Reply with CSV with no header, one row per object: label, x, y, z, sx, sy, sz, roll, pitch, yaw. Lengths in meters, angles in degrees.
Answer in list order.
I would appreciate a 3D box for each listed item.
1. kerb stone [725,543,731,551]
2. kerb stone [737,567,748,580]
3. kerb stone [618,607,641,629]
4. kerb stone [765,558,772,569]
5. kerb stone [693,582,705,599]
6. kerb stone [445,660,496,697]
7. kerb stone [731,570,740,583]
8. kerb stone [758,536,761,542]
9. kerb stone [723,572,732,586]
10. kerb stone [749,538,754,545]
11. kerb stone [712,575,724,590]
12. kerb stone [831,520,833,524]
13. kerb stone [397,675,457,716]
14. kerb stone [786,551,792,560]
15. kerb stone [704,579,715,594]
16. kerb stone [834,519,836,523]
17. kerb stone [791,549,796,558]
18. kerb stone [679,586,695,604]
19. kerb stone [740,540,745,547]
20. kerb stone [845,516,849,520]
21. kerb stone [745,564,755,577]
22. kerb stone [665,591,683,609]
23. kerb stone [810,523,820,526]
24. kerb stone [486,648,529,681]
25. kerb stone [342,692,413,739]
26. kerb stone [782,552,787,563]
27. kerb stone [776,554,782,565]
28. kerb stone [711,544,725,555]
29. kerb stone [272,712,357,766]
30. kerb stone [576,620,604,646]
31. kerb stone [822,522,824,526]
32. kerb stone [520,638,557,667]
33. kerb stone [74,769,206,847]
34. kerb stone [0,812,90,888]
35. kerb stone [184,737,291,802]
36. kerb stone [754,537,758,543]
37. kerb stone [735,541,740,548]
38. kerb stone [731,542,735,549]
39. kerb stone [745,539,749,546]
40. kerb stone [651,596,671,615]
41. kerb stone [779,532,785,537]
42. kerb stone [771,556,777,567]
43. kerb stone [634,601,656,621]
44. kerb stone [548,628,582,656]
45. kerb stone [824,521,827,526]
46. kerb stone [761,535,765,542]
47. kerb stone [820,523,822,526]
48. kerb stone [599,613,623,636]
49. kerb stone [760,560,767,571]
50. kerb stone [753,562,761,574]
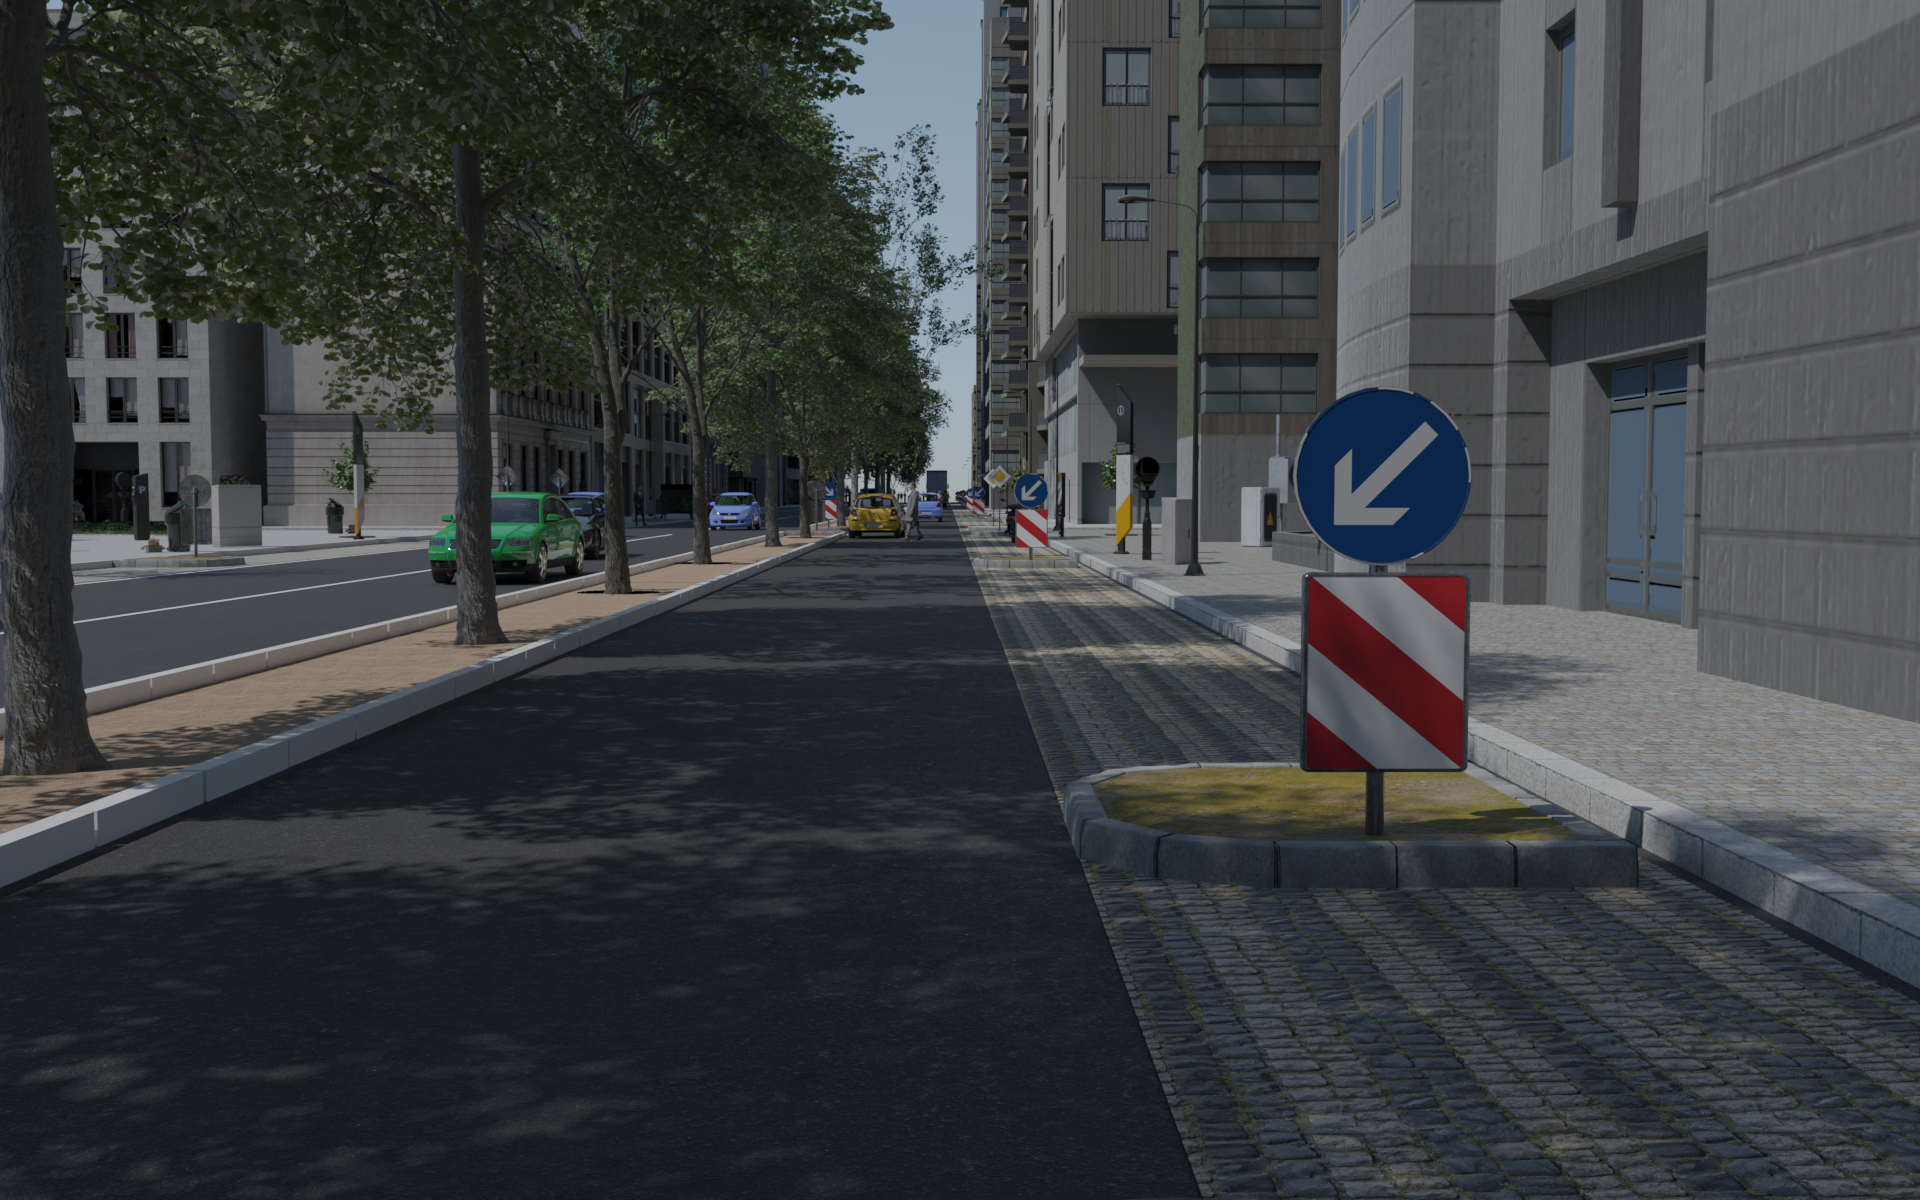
kerb stone,-5.928,-1.286,43.349,0.120,0.150,1.000,0,4,0
kerb stone,-3.723,-0.420,29.062,0.120,0.150,1.000,0,4,0
kerb stone,-3.646,0.207,18.812,0.120,0.150,1.000,0,4,0
kerb stone,-3.752,-0.668,33.155,0.120,0.150,1.000,0,4,0
kerb stone,-3.685,-0.107,23.942,0.120,0.150,1.000,0,4,0
kerb stone,-3.605,0.584,12.663,0.120,0.150,1.000,0,4,0
kerb stone,-3.721,-0.354,28.035,0.120,0.150,1.000,0,4,0
kerb stone,-5.988,-1.734,50.542,0.120,0.150,1.000,0,4,0
kerb stone,-3.712,-0.295,27.012,0.120,0.150,1.000,0,4,0
kerb stone,-5.967,-1.608,48.483,0.120,0.150,1.000,0,4,0
kerb stone,-3.698,-0.232,25.990,0.120,0.150,1.000,0,4,0
kerb stone,-6.214,-3.642,81.848,0.120,0.150,1.000,0,4,0
kerb stone,-3.598,0.646,11.634,0.120,0.150,1.000,0,4,0
kerb stone,-3.781,-0.917,37.264,0.120,0.150,1.000,0,4,0
kerb stone,-3.699,-0.169,24.965,0.120,0.150,1.000,0,4,0
kerb stone,-6.228,-3.767,83.900,0.120,0.150,1.000,0,4,0
kerb stone,-3.786,-0.984,38.291,0.120,0.150,1.000,0,4,0
kerb stone,-3.676,-0.044,22.919,0.120,0.150,1.000,0,4,0
kerb stone,-5.953,-1.480,46.429,0.120,0.150,1.000,0,4,0
kerb stone,-6.339,-4.714,99.267,0.120,0.150,1.000,0,4,0
kerb stone,-3.729,-0.482,30.084,0.120,0.150,1.000,0,4,0
kerb stone,-3.670,0.018,21.896,0.120,0.150,1.000,0,4,0
kerb stone,-6.157,-3.145,73.624,0.120,0.150,1.000,0,4,0
kerb stone,-3.613,0.520,13.693,0.120,0.150,1.000,0,4,0
kerb stone,-3.586,0.708,10.612,0.120,0.150,1.000,0,4,0
kerb stone,-3.773,-0.859,36.235,0.120,0.150,1.000,0,4,0
kerb stone,-3.770,-0.796,35.203,0.120,0.150,1.000,0,4,0
kerb stone,-5.929,-1.231,42.324,0.120,0.150,1.000,0,4,0
kerb stone,-3.580,0.772,9.580,0.120,0.150,1.000,0,4,0
kerb stone,-3.629,0.332,16.765,0.120,0.150,1.000,0,4,0
kerb stone,-6.168,-3.271,75.671,0.120,0.150,1.000,0,4,0
kerb stone,-3.622,0.457,14.716,0.120,0.150,1.000,0,4,0
kerb stone,-3.565,0.900,7.530,0.120,0.150,1.000,0,4,0
kerb stone,-3.555,0.960,6.501,0.120,0.150,1.000,0,4,0
kerb stone,-3.568,0.834,8.552,0.120,0.150,1.000,0,4,0
kerb stone,-5.976,-1.671,49.510,0.120,0.150,1.000,0,4,0
kerb stone,-5.945,-1.417,45.407,0.120,0.150,1.000,0,4,0
kerb stone,-5.941,-1.356,44.371,0.120,0.150,1.000,0,4,0
kerb stone,-5.967,-1.545,47.456,0.120,0.150,1.000,0,4,0
kerb stone,-3.658,0.081,20.874,0.120,0.150,1.000,0,4,0
kerb stone,-6.045,-2.236,58.752,0.120,0.150,1.000,0,4,0
kerb stone,-3.762,-0.733,34.177,0.120,0.150,1.000,0,4,0
kerb stone,-3.655,0.144,19.845,0.120,0.150,1.000,0,4,0
kerb stone,-3.626,0.395,15.743,0.120,0.150,1.000,0,4,0
kerb stone,-6.185,-3.397,77.729,0.120,0.150,1.000,0,4,0
kerb stone,-5.991,-1.793,51.569,0.120,0.150,1.000,0,4,0
kerb stone,-6.164,-3.208,74.649,0.120,0.150,1.000,0,4,0
kerb stone,-3.644,0.273,17.790,0.120,0.150,1.000,0,4,0
kerb stone,-3.741,-0.605,32.132,0.120,0.150,1.000,0,4,0
kerb stone,-3.743,-0.545,31.110,0.120,0.150,1.000,0,4,0
